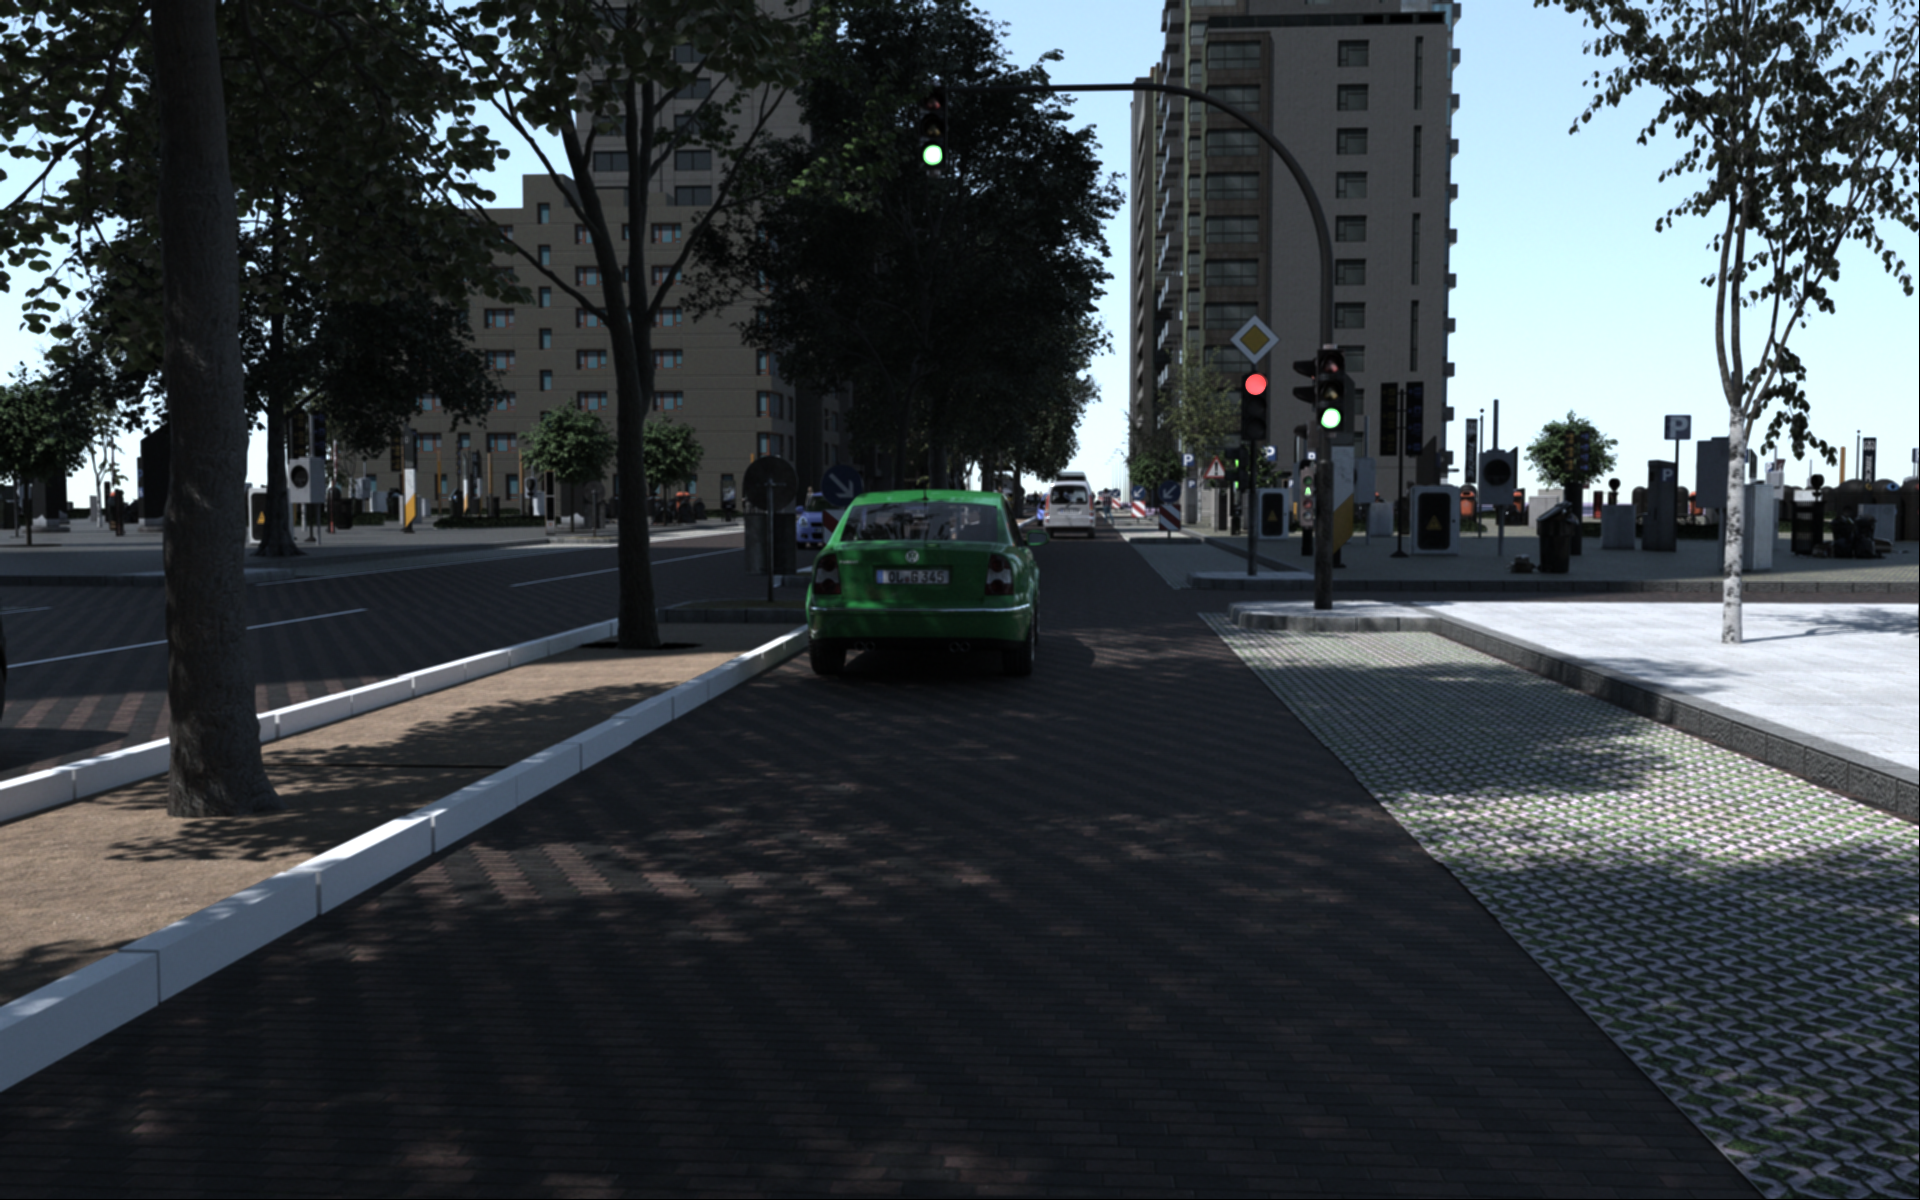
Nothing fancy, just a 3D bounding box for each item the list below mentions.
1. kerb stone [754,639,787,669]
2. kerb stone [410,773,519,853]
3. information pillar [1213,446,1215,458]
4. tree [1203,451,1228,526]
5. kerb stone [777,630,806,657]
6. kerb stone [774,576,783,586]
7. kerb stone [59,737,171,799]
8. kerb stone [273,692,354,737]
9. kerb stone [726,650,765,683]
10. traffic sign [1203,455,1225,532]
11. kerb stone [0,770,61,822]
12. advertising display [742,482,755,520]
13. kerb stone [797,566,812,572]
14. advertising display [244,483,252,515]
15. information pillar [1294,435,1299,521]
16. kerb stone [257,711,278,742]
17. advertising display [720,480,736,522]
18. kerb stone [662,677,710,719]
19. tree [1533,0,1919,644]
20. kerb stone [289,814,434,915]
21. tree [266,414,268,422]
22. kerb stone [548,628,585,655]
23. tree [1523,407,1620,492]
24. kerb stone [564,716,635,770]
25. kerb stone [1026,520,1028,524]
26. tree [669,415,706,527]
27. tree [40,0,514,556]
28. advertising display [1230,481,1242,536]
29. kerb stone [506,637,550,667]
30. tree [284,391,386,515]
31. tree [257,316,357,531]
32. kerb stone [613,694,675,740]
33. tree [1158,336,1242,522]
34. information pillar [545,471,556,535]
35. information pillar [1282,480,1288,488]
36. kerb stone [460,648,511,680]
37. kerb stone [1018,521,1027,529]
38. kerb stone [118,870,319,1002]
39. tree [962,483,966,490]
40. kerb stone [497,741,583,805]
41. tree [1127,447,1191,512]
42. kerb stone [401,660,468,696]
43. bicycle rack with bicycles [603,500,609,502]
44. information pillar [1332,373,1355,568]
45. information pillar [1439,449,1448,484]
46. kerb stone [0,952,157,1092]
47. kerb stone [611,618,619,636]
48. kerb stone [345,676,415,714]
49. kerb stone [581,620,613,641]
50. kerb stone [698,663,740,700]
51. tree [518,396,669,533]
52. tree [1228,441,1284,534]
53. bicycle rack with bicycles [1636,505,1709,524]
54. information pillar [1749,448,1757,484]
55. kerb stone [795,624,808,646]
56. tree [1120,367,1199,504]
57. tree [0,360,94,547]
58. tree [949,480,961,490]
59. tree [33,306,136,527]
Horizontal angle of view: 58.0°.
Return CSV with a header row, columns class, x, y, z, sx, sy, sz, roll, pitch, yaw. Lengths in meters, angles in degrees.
class,x,y,z,sx,sy,sz,roll,pitch,yaw
kerb stone,-1.623,0.470,14.563,0.120,0.150,1.000,0,4,4
kerb stone,-2.121,0.906,7.417,0.120,0.150,1.000,0,4,4
information pillar,12.464,-5.739,85.184,0.183,3.616,0.504,0,4,3
tree,10.574,-4.650,70.626,1.663,3.219,1.824,0,3,0
kerb stone,-1.552,0.406,15.592,0.120,0.150,1.000,0,4,4
kerb stone,-2.822,-0.328,27.559,0.120,0.150,1.000,0,4,4
kerb stone,-4.150,0.832,8.585,0.120,0.150,1.000,0,4,4
kerb stone,-4.005,0.713,10.631,0.120,0.150,1.000,0,4,4
kerb stone,-1.700,0.529,13.540,0.120,0.150,1.000,0,4,4
traffic sign,8.597,-3.556,58.138,0.884,2.594,0.081,0,4,7
kerb stone,-4.223,0.895,7.563,0.120,0.150,1.000,0,4,4
advertising display,-10.415,-4.908,85.463,0.123,1.923,0.974,2,4,27
kerb stone,-2.671,-0.453,29.603,0.120,0.150,1.000,0,4,4
advertising display,-40.776,-5.743,99.112,0.123,1.923,0.974,0,4,5
information pillar,12.089,-4.338,62.284,0.183,3.616,0.504,1,4,18
kerb stone,-4.088,0.770,9.606,0.120,0.150,1.000,0,4,4
advertising display,-10.744,-4.590,80.260,0.123,1.923,0.974,2,4,31
kerb stone,-1.841,0.658,11.499,0.120,0.150,1.000,0,4,4
tree,6.871,-3.927,14.569,4.360,8.622,3.978,0,3,0
kerb stone,-2.199,0.966,6.397,0.120,0.150,1.000,0,4,4
tree,-36.102,-8.811,94.415,4.360,8.622,3.978,0,3,0
kerb stone,-3.641,0.394,15.756,0.120,0.150,1.000,0,4,4
tree,23.165,-5.026,65.893,4.285,4.588,4.351,0,3,0
kerb stone,-1.980,0.785,9.456,0.120,0.150,1.000,0,4,4
kerb stone,2.872,-3.446,78.530,0.120,0.150,1.000,0,4,4
tree,-11.695,-5.185,68.482,4.285,4.588,4.351,0,3,0
tree,-14.158,-7.270,35.872,9.611,12.733,9.660,0,3,0
advertising display,8.553,-2.965,53.684,0.123,1.923,0.974,2,4,25
kerb stone,-3.718,0.457,14.725,0.120,0.150,1.000,0,4,4
tree,-26.239,-7.594,74.532,4.360,8.622,3.978,0,3,0
tree,-22.558,-6.695,59.829,4.737,8.622,4.395,0,3,0
kerb stone,-1.919,0.717,10.477,0.120,0.150,1.000,0,4,4
tree,11.167,-7.948,80.318,4.737,8.622,4.395,0,3,0
information pillar,-12.805,-3.035,54.118,0.304,2.012,0.304,-1,4,-14
information pillar,16.563,-5.122,88.243,0.304,2.012,0.304,0,4,1
kerb stone,-3.794,0.519,13.705,0.120,0.150,1.000,0,4,4
kerb stone,2.807,-3.383,77.506,0.120,0.150,1.000,0,4,4
kerb stone,-2.277,1.029,5.378,0.120,0.150,1.000,0,4,4
tree,0.442,-15.330,245.239,1.663,3.219,1.824,0,3,0
kerb stone,-2.054,0.847,8.437,0.120,0.150,1.000,0,4,4
tree,13.474,-8.486,122.467,4.285,4.588,4.351,0,3,0
kerb stone,-3.863,0.582,12.685,0.120,0.150,1.000,0,4,4
bicycle rack with bicycles,-21.327,-5.250,99.211,2.852,0.926,2.925,-3,5,-40
information pillar,6.605,-2.368,30.080,0.504,3.616,0.183,-1,4,-20
information pillar,24.804,-5.971,88.980,0.504,3.616,0.183,0,4,-1
kerb stone,-2.343,1.094,4.358,0.120,0.150,1.000,0,4,4
kerb stone,-3.499,0.269,17.806,0.120,0.150,1.000,0,4,4
kerb stone,-3.938,0.654,11.652,0.120,0.150,1.000,0,4,4
kerb stone,-3.583,0.334,16.781,0.120,0.150,1.000,0,4,4
kerb stone,-1.768,0.596,12.519,0.120,0.150,1.000,0,4,4
tree,-12.873,-4.522,57.656,4.285,4.588,4.351,0,3,0
tree,9.734,-3.788,56.531,1.663,3.219,1.824,0,3,0
bicycle rack with bicycles,23.418,-2.722,57.880,2.925,0.926,2.852,2,4,25
information pillar,40.751,-5.975,89.049,0.504,3.616,0.183,-2,4,-27
kerb stone,-1.485,0.340,16.628,0.120,0.150,1.000,0,4,4
tree,11.398,-8.992,97.376,4.360,8.622,3.978,0,3,0
tree,-22.979,-3.604,42.638,4.285,4.588,4.351,0,3,0
tree,-1.316,-13.899,221.851,1.663,3.219,1.824,0,3,0
tree,-33.607,-7.140,67.105,4.737,8.622,4.395,0,3,0
